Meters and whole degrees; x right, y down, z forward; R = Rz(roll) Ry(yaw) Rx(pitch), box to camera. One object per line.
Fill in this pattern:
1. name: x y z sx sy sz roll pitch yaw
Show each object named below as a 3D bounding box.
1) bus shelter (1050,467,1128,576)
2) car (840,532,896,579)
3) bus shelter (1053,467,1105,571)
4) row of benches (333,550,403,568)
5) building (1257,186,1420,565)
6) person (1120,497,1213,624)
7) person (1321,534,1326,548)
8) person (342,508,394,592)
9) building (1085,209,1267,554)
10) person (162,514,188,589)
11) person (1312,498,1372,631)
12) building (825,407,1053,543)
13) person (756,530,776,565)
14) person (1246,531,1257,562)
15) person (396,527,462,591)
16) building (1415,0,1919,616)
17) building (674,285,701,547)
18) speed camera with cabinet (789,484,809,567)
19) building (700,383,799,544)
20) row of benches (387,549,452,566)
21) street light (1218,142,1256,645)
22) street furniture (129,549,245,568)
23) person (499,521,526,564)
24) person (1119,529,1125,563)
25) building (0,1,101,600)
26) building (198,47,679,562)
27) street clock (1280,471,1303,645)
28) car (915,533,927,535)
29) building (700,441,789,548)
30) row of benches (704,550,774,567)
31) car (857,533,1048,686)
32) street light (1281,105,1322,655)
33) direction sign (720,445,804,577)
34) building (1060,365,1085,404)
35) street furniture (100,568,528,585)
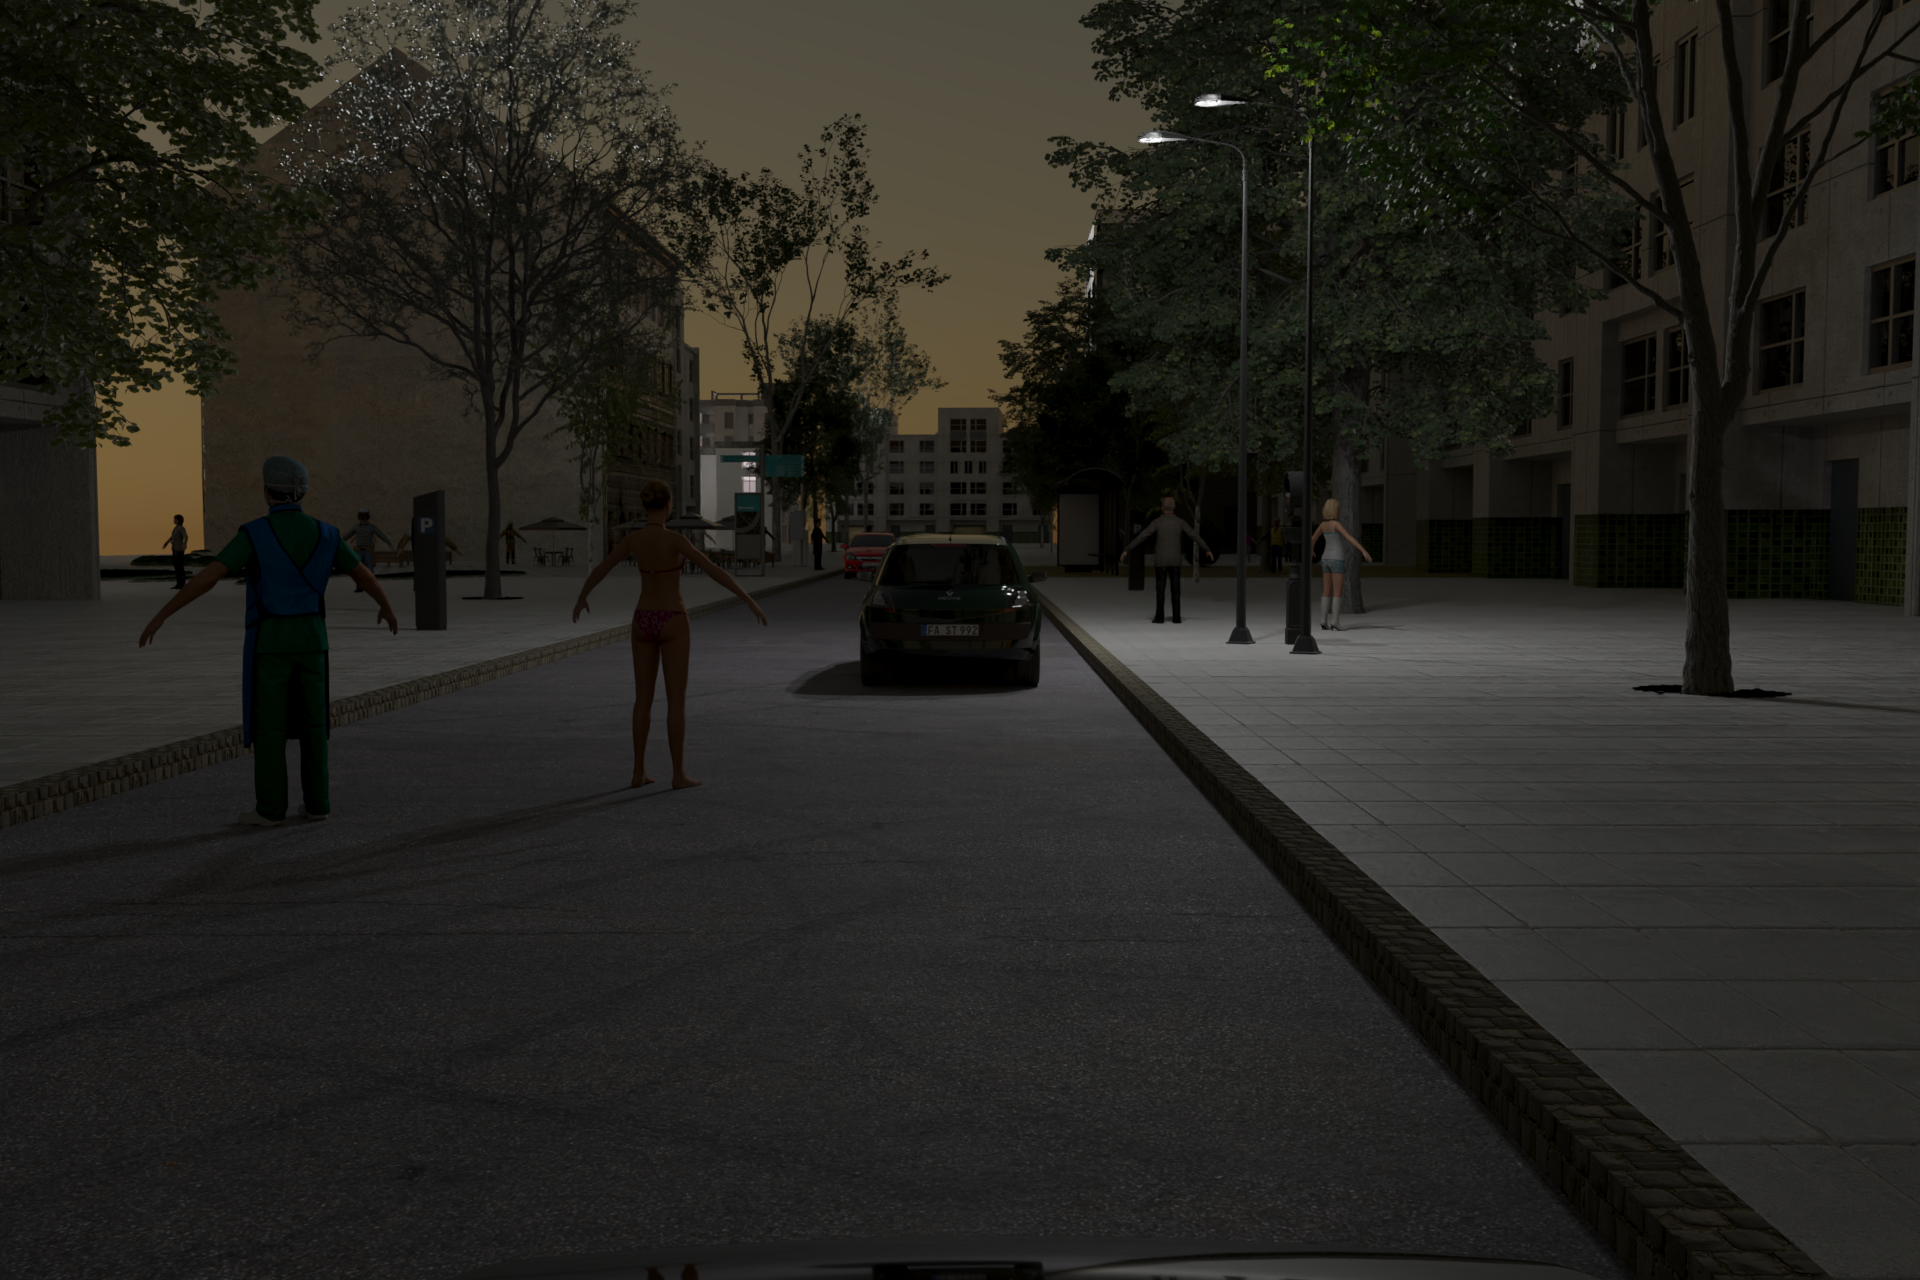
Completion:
1. bus shelter: 4.061 -3.755 55.324 2.014 3.302 5.546 0 4 -1
2. car: -2.803 -2.903 56.497 2.155 1.783 4.494 0 3 0
3. bus shelter: 4.383 -4.441 63.899 1.731 3.624 6.357 0 4 1
4. row of benches: -23.503 -3.143 66.851 4.104 0.672 1.422 -1 4 -12
5. building: 25.931 -13.457 86.484 16.747 18.905 31.486 0 4 0
6. person: 2.984 -1.143 24.868 1.348 1.807 0.705 0 4 -2
7. person: 16.777 -4.457 79.007 0.704 1.812 1.346 -2 4 -27
8. person: -13.077 -1.967 38.007 1.345 1.849 0.704 0 4 -1
9. building: 22.833 -17.207 125.303 27.936 21.610 32.646 0 4 1
10. person: -18.233 -2.048 40.245 1.215 1.744 0.721 3 5 43
11. person: 5.021 -1.005 23.038 0.721 1.753 1.214 -2 4 -28
12. building: -2.491 -23.220 248.556 31.486 18.905 16.747 0 4 4
13. person: -8.307 -4.049 72.382 1.347 1.806 0.705 1 4 13
14. person: 13.080 -4.238 78.555 0.991 1.433 0.599 3 4 38
15. person: -8.584 -1.297 27.984 0.721 1.736 1.217 3 4 38
16. building: 23.477 -10.735 41.972 16.747 18.905 31.486 0 4 1
17. building: -28.311 -15.331 117.118 16.747 18.905 31.486 0 3 0
18. speed camera with cabinet: -6.371 -4.541 68.580 0.660 3.252 2.038 0 3 0
19. building: -26.451 -22.074 217.333 16.016 20.090 11.380 0 4 0
20. row of benches: -22.086 -3.399 71.039 1.422 0.672 4.104 1 4 13
21. street light: 3.830 -2.909 20.095 1.470 5.913 1.316 0 4 0
22. street furniture: -29.951 -3.356 70.494 5.734 0.657 10.072 0 4 -5
23. person: -19.013 -4.128 73.268 1.354 1.858 0.705 -3 5 -41
24. person: 6.988 -4.354 77.040 1.347 1.847 0.705 0 4 4
25. building: -25.328 -9.257 17.809 16.747 18.905 31.486 0 4 0
26. building: -25.284 -15.708 87.756 19.493 23.208 18.063 0 4 1
27. street clock: 3.886 -0.949 20.081 0.358 2.002 0.471 0 3 0
28. car: -2.249 -6.185 109.915 1.959 1.807 4.718 0 4 0
29. building: -21.312 -13.987 170.840 9.099 9.664 28.070 0 4 1
30. row of benches: -8.851 -3.189 67.609 4.104 0.672 1.422 3 4 37
31. car: -0.083 -0.486 17.735 2.009 1.686 4.222 0 4 0
32. street light: 4.249 -2.804 18.391 1.470 5.913 1.316 0 4 0
33. direction sign: -5.922 -3.912 52.722 2.525 3.948 1.411 0 4 2
34. building: 26.126 -22.614 213.716 27.936 21.610 32.646 0 4 0
35. street furniture: -28.162 -2.954 53.326 27.439 1.986 14.083 1 4 21
